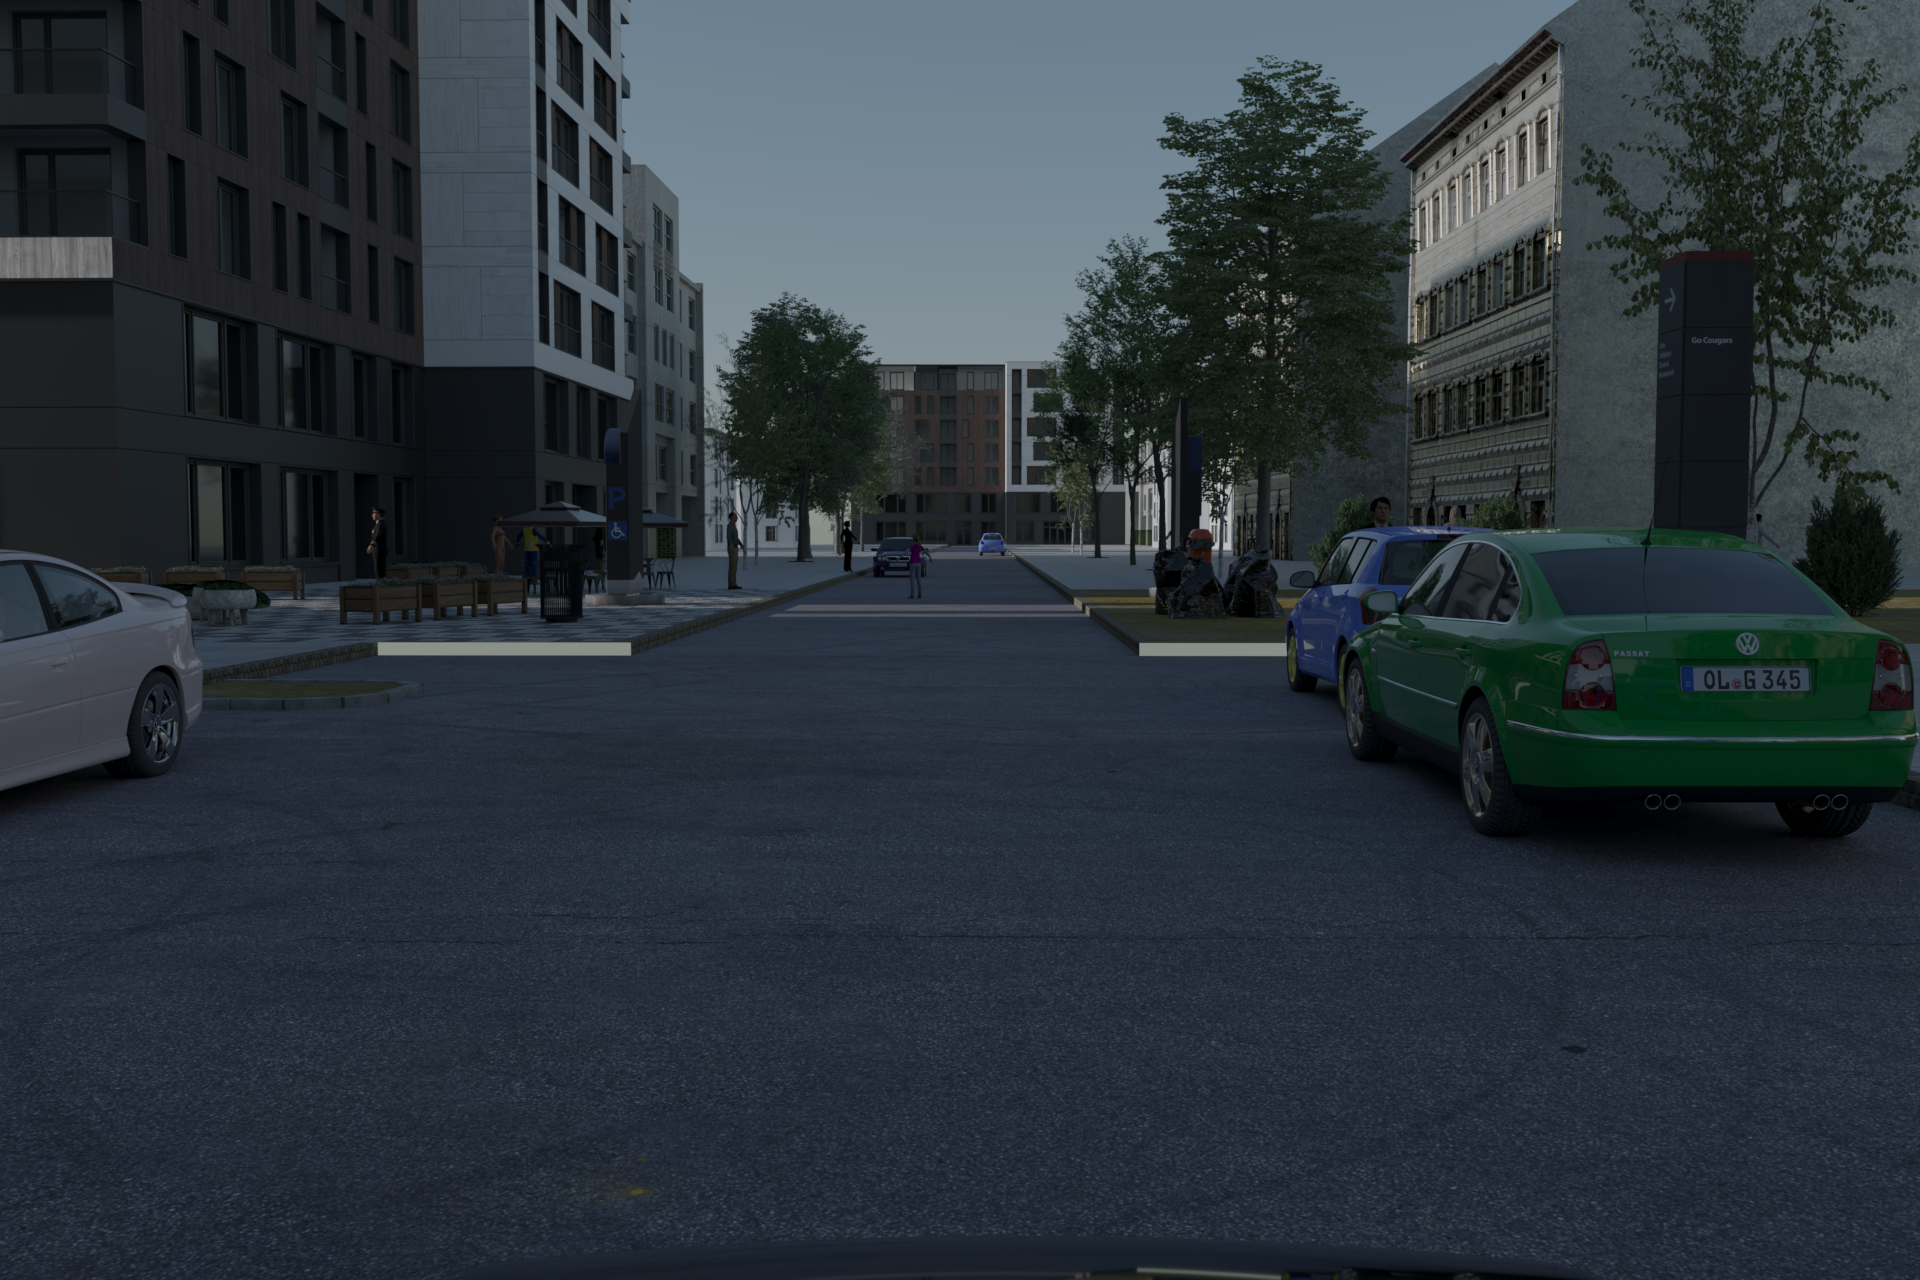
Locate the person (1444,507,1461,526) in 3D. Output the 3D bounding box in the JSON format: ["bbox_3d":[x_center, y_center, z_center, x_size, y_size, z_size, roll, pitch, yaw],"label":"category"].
[{"bbox_3d":[9.769,-1.719,34.237,1.348,1.813,0.705,0,4,-1],"label":"person"}]

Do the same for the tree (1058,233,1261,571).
[{"bbox_3d":[7.003,-8.258,60.773,9.928,11.665,9.643,0,3,0],"label":"tree"}]

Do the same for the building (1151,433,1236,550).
[{"bbox_3d":[22.932,-12.991,154.545,9.099,9.664,28.070,0,4,1],"label":"building"}]

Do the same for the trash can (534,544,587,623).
[{"bbox_3d":[-5.792,-0.826,25.154,0.748,1.137,0.748,0,3,0],"label":"trash can"}]

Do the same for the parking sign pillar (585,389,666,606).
[{"bbox_3d":[-6.125,-2.639,31.612,1.447,3.967,1.447,0,4,1],"label":"parking sign pillar"}]

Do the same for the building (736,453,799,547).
[{"bbox_3d":[-20.351,-14.631,181.367,9.099,9.664,28.070,0,4,1],"label":"building"}]

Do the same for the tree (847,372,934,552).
[{"bbox_3d":[-7.045,-13.202,126.214,12.009,13.543,11.850,0,3,0],"label":"tree"}]

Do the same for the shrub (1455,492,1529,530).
[{"bbox_3d":[9.596,-1.615,30.832,1.690,2.028,1.600,0,3,0],"label":"shrub"}]

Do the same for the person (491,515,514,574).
[{"bbox_3d":[-11.005,-2.131,41.645,0.721,1.733,1.217,0,4,5],"label":"person"}]

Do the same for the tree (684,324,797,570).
[{"bbox_3d":[-7.529,-6.745,60.637,4.360,8.622,3.978,0,3,0],"label":"tree"}]

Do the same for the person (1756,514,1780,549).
[{"bbox_3d":[20.436,-2.335,44.357,0.705,1.806,1.347,-1,4,-15],"label":"person"}]

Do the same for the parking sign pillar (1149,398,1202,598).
[{"bbox_3d":[4.561,-2.850,35.063,1.447,3.967,1.447,0,4,-1],"label":"parking sign pillar"}]

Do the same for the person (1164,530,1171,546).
[{"bbox_3d":[6.895,-2.957,54.481,1.347,1.817,0.704,-2,4,-32],"label":"person"}]

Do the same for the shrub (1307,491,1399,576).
[{"bbox_3d":[6.941,-1.578,30.226,1.690,2.028,1.600,0,3,0],"label":"shrub"}]

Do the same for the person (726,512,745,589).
[{"bbox_3d":[-5.248,-2.079,40.266,0.705,1.796,1.348,0,4,4],"label":"person"}]

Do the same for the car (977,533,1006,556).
[{"bbox_3d":[2.104,-6.417,114.511,1.945,1.707,3.694,0,4,0],"label":"car"}]

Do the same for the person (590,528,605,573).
[{"bbox_3d":[-11.870,-3.103,56.873,0.704,1.812,1.346,-2,4,-27],"label":"person"}]

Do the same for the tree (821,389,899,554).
[{"bbox_3d":[-7.773,-11.412,112.339,9.928,11.665,9.643,0,3,0],"label":"tree"}]

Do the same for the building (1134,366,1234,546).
[{"bbox_3d":[28.974,-19.838,190.807,16.747,18.905,31.486,0,4,0],"label":"building"}]

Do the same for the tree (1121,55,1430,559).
[{"bbox_3d":[7.630,-7.543,41.460,7.486,12.596,7.792,0,3,0],"label":"tree"}]

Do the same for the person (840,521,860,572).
[{"bbox_3d":[-3.743,-3.188,58.845,0.721,1.740,1.216,-2,4,-35],"label":"person"}]

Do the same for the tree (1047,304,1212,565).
[{"bbox_3d":[6.865,-8.367,71.217,7.601,10.594,8.767,-2,4,-33],"label":"tree"}]

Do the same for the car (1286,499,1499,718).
[{"bbox_3d":[3.825,-0.310,14.653,1.945,1.707,3.694,0,4,1],"label":"car"}]

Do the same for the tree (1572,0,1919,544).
[{"bbox_3d":[9.543,-4.304,20.731,4.737,8.622,4.395,0,3,0],"label":"tree"}]

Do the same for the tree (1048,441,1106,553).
[{"bbox_3d":[7.503,-10.172,116.668,4.360,8.622,3.978,0,3,0],"label":"tree"}]

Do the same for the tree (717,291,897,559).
[{"bbox_3d":[-8.101,-11.254,90.664,9.857,13.997,8.962,0,3,0],"label":"tree"}]

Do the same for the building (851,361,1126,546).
[{"bbox_3d":[3.117,-22.691,217.426,32.646,21.610,27.936,0,4,-1],"label":"building"}]

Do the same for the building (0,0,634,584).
[{"bbox_3d":[-27.006,-12.660,50.967,27.936,21.610,32.646,0,4,2],"label":"building"}]

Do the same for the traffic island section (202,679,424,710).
[{"bbox_3d":[-5.817,0.476,15.087,1.991,0.108,1.994,0,4,1],"label":"traffic island section"}]

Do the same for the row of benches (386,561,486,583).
[{"bbox_3d":[-11.605,-1.396,38.289,1.422,0.672,4.104,0,4,8],"label":"row of benches"}]

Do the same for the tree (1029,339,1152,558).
[{"bbox_3d":[7.214,-10.178,92.169,9.928,11.665,9.643,0,3,0],"label":"tree"}]

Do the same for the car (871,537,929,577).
[{"bbox_3d":[-2.024,-2.828,58.817,1.945,1.354,3.894,0,4,0],"label":"car"}]

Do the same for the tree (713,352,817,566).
[{"bbox_3d":[-8.129,-7.325,70.134,4.737,8.622,4.395,0,3,0],"label":"tree"}]

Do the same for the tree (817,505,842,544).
[{"bbox_3d":[-16.025,-16.293,216.747,4.737,8.622,4.395,0,3,0],"label":"tree"}]

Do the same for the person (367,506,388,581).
[{"bbox_3d":[-11.736,-1.775,34.950,0.705,1.837,1.347,-1,4,-10],"label":"person"}]

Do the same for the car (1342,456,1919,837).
[{"bbox_3d":[3.355,-0.047,9.568,1.959,1.807,4.718,0,4,0],"label":"car"}]

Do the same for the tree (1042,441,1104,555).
[{"bbox_3d":[7.369,-9.605,107.398,4.737,8.622,4.395,0,3,0],"label":"tree"}]

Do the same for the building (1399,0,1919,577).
[{"bbox_3d":[27.216,-14.042,60.523,19.493,23.208,18.063,0,4,1],"label":"building"}]

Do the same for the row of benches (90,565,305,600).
[{"bbox_3d":[-14.794,-1.118,33.742,4.104,0.672,1.422,0,4,-7],"label":"row of benches"}]

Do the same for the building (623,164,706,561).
[{"bbox_3d":[-23.376,-13.270,83.420,16.747,18.905,31.486,0,4,1],"label":"building"}]

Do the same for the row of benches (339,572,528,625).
[{"bbox_3d":[-7.878,-0.669,26.405,1.422,0.672,4.104,1,4,18],"label":"row of benches"}]

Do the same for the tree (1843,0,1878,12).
[{"bbox_3d":[24.228,-10.881,33.794,12.611,20.169,13.585,0,3,0],"label":"tree"}]

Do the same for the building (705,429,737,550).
[{"bbox_3d":[-23.844,-12.761,150.794,9.099,9.664,28.070,0,4,1],"label":"building"}]

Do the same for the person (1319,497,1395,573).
[{"bbox_3d":[4.236,-0.538,17.438,1.347,1.806,0.705,0,4,2],"label":"person"}]

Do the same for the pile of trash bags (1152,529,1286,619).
[{"bbox_3d":[4.044,-1.108,27.872,1.912,1.369,3.447,0,4,-1],"label":"pile of trash bags"}]

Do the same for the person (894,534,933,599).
[{"bbox_3d":[-1.019,-1.638,38.511,0.991,1.433,0.599,-2,4,-32],"label":"person"}]

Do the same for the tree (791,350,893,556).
[{"bbox_3d":[-7.692,-11.294,102.780,7.486,12.596,7.792,0,3,0],"label":"tree"}]

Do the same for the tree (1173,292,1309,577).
[{"bbox_3d":[7.949,-6.162,51.107,4.737,8.622,4.395,0,3,0],"label":"tree"}]

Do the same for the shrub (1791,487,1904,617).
[{"bbox_3d":[13.869,-1.411,27.115,1.661,2.075,1.752,0,3,0],"label":"shrub"}]

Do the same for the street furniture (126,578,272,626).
[{"bbox_3d":[-13.726,-0.695,26.982,5.734,0.657,10.072,-2,4,-24],"label":"street furniture"}]

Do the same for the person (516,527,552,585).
[{"bbox_3d":[-10.856,-2.299,44.051,1.216,1.772,0.721,2,4,30],"label":"person"}]

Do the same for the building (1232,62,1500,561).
[{"bbox_3d":[24.980,-15.865,90.315,19.493,23.208,18.063,0,4,0],"label":"building"}]

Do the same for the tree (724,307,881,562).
[{"bbox_3d":[-7.147,-9.368,78.920,9.928,11.665,9.643,0,3,0],"label":"tree"}]

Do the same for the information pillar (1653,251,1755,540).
[{"bbox_3d":[6.935,-1.641,16.209,0.750,3.857,0.750,0,4,1],"label":"information pillar"}]

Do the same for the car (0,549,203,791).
[{"bbox_3d":[-5.653,0.211,8.913,2.083,1.381,4.827,0,4,0],"label":"car"}]
